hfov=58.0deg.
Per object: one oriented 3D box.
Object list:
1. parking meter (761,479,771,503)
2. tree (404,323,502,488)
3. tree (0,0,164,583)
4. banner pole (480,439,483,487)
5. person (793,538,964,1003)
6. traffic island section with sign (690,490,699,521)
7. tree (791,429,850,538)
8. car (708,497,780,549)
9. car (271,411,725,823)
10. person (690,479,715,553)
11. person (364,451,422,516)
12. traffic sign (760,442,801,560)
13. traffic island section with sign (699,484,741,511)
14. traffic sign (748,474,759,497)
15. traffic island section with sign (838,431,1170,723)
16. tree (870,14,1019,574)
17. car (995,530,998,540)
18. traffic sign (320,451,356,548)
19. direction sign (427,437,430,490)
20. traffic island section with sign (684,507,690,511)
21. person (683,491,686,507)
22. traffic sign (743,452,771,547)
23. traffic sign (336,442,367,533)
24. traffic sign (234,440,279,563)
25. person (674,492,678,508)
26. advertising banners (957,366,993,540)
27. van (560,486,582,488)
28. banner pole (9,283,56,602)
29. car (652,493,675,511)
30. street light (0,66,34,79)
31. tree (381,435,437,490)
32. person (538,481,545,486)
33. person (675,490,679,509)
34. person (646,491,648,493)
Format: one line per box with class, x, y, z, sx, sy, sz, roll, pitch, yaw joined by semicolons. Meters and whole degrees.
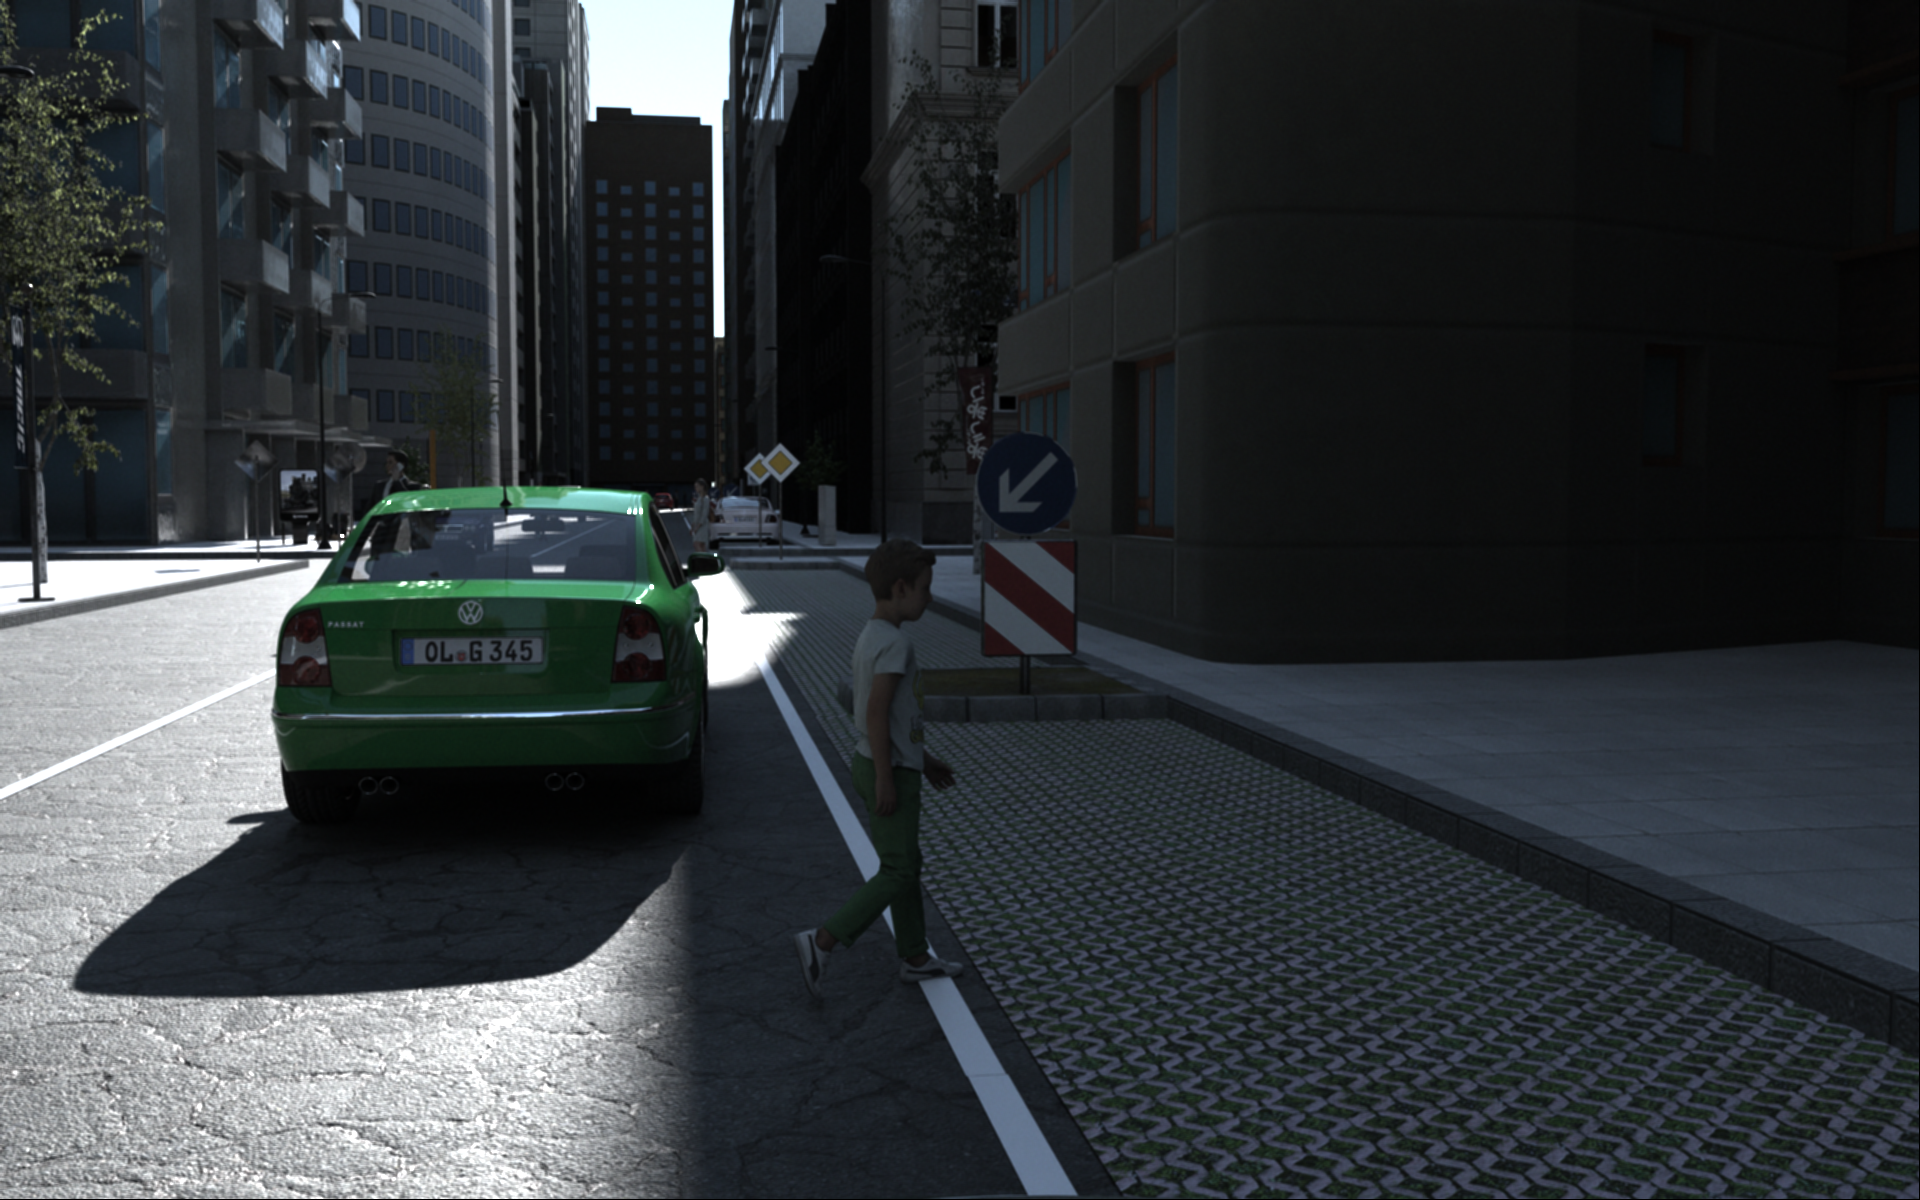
parking meter;-7.687;-3.829;68.309;0.399;1.863;0.255;0;4;7
tree;-21.440;-7.558;73.929;4.737;8.622;4.395;0;3;0
tree;-13.266;-4.533;24.474;4.360;8.622;3.978;0;3;0
banner pole;-21.816;-5.444;79.020;0.401;3.779;0.863;-1;4;-19
person;-0.233;0.476;4.973;0.590;1.304;0.306;-2;4;-34
traffic island section with sign;-13.339;-5.169;93.141;1.989;1.847;2.006;-1;4;-9
tree;-4.330;-3.482;51.529;1.663;3.219;1.824;0;3;0
car;-5.764;-2.065;46.123;2.083;1.381;4.827;0;4;-8
car;-2.211;-0.013;9.003;1.959;1.807;4.718;0;4;-8
person;-4.631;-1.317;31.029;0.522;1.701;0.512;-2;4;-30
person;-6.175;-0.668;18.786;0.648;1.900;0.474;0;4;-8
traffic sign;-3.499;-1.843;33.770;0.795;2.450;0.064;-1;4;-9
traffic island section with sign;-8.870;-3.531;66.358;1.989;1.847;2.006;-1;4;-9
traffic sign;-9.923;-4.969;83.376;0.606;2.300;0.079;0;4;-5
traffic island section with sign;0.199;-0.191;11.755;1.989;1.847;2.006;-1;4;-9
tree;0.414;-4.731;27.711;4.360;8.622;3.978;0;3;0
car;3.017;-1.894;39.999;4.494;1.783;2.155;-1;4;-9
traffic sign;-14.376;-2.229;40.083;0.795;2.450;0.064;-1;4;-9
direction sign;-21.288;-4.732;69.372;0.379;3.537;0.876;-1;4;-16
traffic island section with sign;-21.527;-8.182;142.399;1.989;1.847;2.006;-1;4;-9
person;-28.016;-10.201;176.210;0.530;1.710;0.541;1;4;18
traffic sign;-4.809;-2.324;41.647;0.795;2.450;0.064;-1;4;-9
traffic sign;-14.840;-2.575;42.211;0.768;2.556;0.104;0;4;-3
traffic sign;-13.066;-1.747;32.206;0.795;2.450;0.064;-1;4;-9
person;-29.042;-10.258;177.136;0.541;1.710;0.530;-2;4;-27
advertising banners;0.919;-1.670;23.489;2.074;3.025;0.090;2;4;23
van;-20.288;-5.053;89.628;2.013;2.044;4.112;-1;4;-8
banner pole;-11.048;-1.863;20.476;0.401;3.779;0.863;-1;4;-11
car;-26.114;-8.759;152.255;2.155;1.783;4.494;-1;4;-8
street light;-10.757;-2.834;18.880;1.470;5.913;1.316;-1;4;-9
tree;-18.038;-3.814;56.958;1.663;3.219;1.824;0;3;0
person;-12.903;-2.743;53.353;0.555;1.821;0.388;0;4;-4
person;-27.074;-9.610;165.605;0.705;1.826;1.348;0;4;-1
person;-26.096;-8.245;144.244;0.436;1.711;0.756;0;4;7
